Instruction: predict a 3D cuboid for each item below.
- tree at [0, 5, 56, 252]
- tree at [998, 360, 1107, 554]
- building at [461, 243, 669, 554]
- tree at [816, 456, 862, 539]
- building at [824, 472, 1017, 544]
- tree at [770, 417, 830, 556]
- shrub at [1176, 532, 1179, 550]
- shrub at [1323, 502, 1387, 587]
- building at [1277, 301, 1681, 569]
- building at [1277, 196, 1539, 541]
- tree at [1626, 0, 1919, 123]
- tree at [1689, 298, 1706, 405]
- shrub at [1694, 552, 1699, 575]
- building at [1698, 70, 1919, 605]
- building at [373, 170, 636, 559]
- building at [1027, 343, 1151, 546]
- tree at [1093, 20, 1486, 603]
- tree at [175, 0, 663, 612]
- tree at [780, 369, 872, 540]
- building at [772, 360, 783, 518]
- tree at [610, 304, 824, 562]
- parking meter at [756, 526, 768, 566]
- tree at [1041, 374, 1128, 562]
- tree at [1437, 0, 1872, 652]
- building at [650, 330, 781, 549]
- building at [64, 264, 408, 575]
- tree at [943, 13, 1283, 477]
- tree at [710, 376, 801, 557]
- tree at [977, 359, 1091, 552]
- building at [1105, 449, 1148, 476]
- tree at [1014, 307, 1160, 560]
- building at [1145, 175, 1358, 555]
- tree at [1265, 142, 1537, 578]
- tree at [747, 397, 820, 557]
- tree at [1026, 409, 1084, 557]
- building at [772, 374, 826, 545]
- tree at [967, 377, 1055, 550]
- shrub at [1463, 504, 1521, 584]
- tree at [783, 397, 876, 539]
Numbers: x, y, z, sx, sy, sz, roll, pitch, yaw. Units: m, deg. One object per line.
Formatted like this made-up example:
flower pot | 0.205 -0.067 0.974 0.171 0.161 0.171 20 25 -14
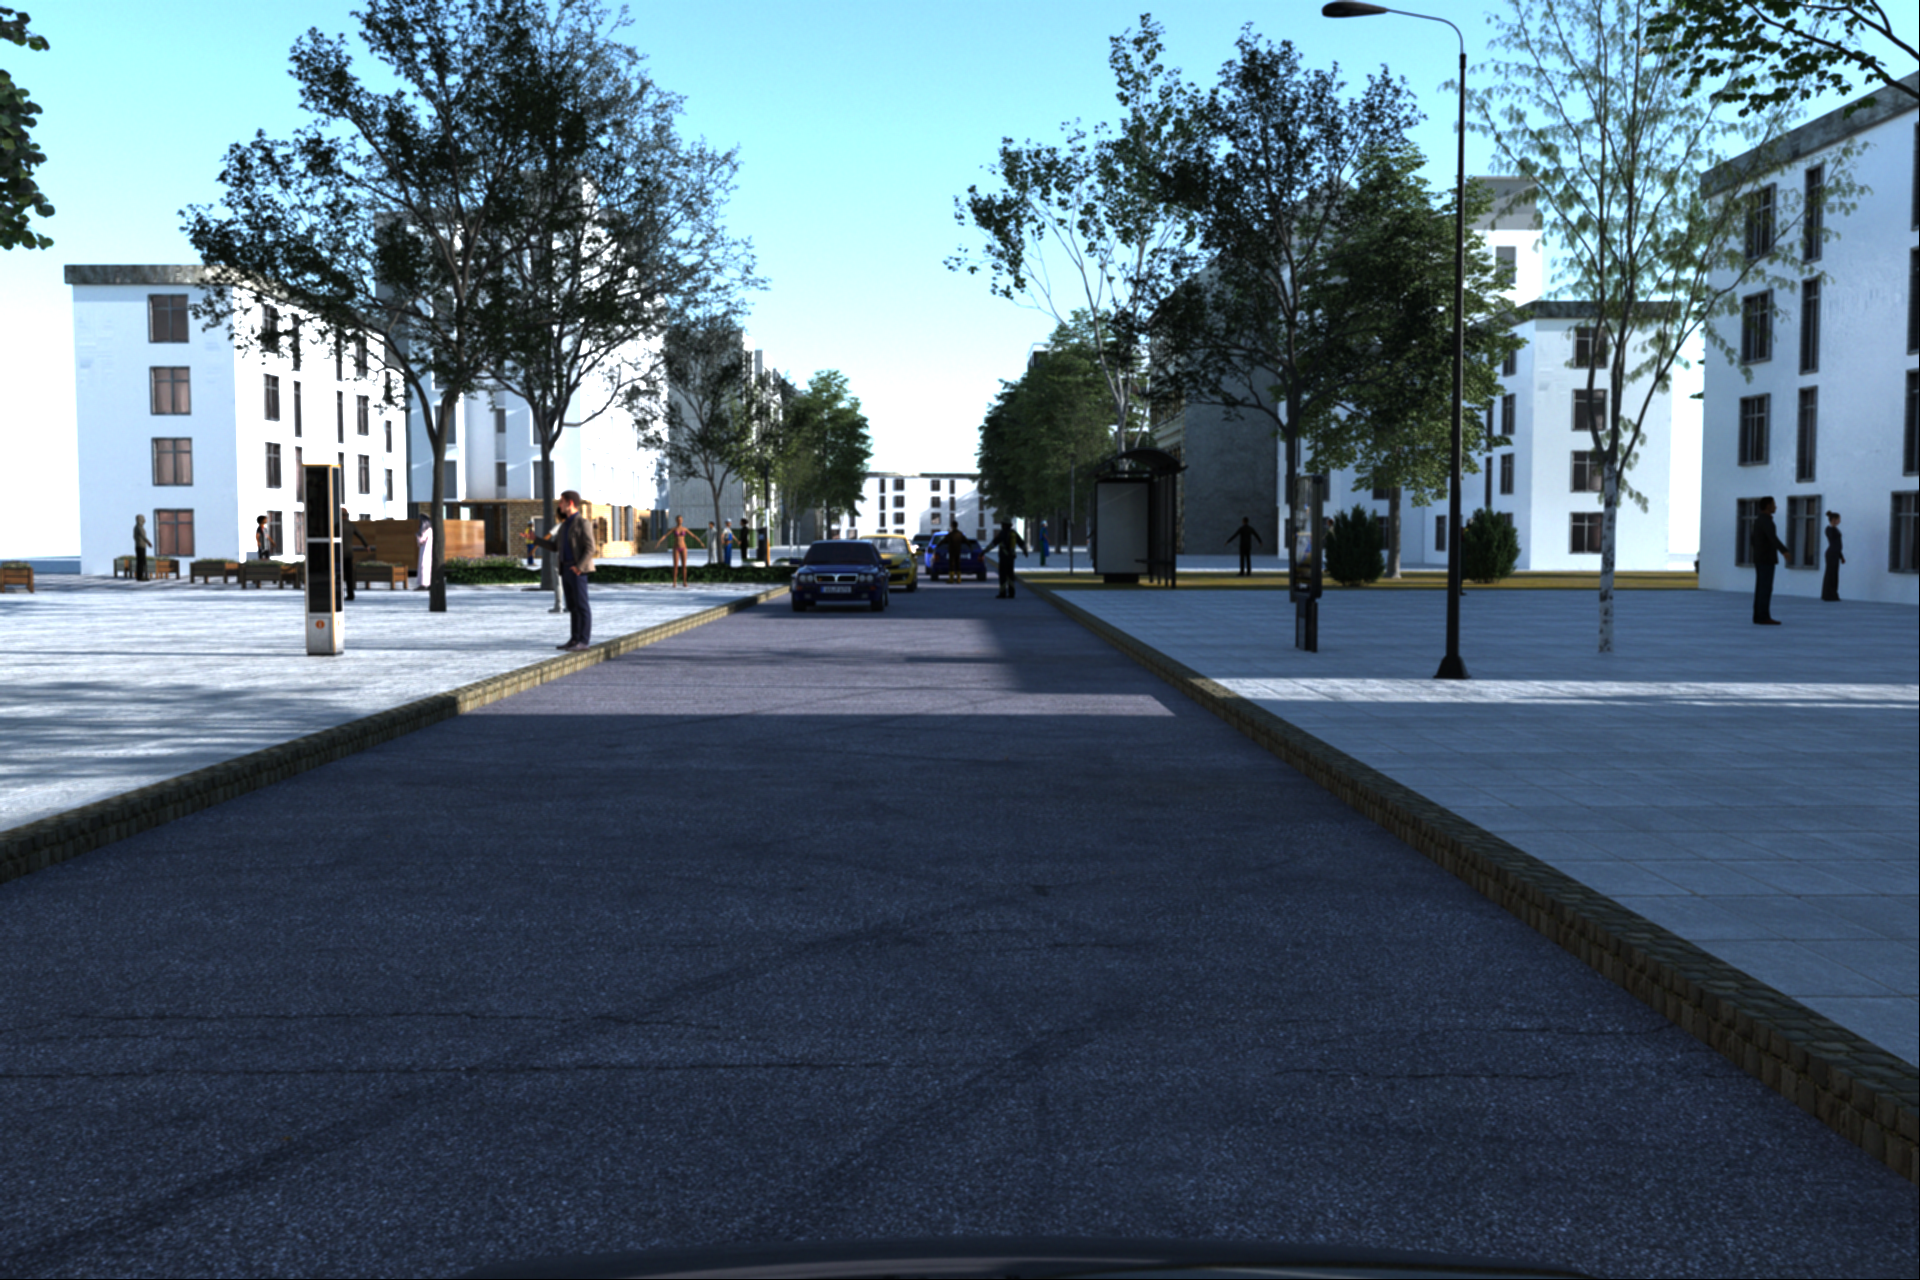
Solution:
tree | -8.607 -6.277 9.279 9.857 13.997 8.962 0 3 0
tree | 5.906 -11.830 111.539 7.486 12.596 7.792 0 3 0
building | -25.671 -15.558 110.786 16.016 20.090 11.380 0 4 -1
tree | -10.120 -11.931 145.430 4.737 8.622 4.395 0 3 0
building | -6.036 -17.702 234.031 28.070 9.664 9.099 -1 4 -9
tree | -9.606 -9.325 102.819 4.360 8.622 3.978 0 3 0
shrub | 6.217 -3.152 55.955 1.690 2.028 1.600 0 3 0
shrub | 9.702 -2.354 42.528 1.661 2.075 1.752 0 3 0
building | 21.215 -8.217 76.500 9.099 9.664 28.070 0 4 -1
building | 24.402 -15.123 103.675 16.016 20.090 11.380 0 3 0
tree | 6.879 -5.112 9.336 9.928 11.665 9.643 0 3 0
tree | 25.391 -8.160 51.544 7.486 12.596 7.792 0 3 0
shrub | 21.511 -2.353 49.585 1.383 1.207 1.383 0 3 0
building | 21.905 -5.164 26.572 9.099 9.664 28.070 0 4 -1
building | -24.325 -14.370 91.368 16.016 20.090 11.380 0 4 -1
building | 21.612 -21.873 201.597 27.936 21.610 32.646 0 4 -1
tree | 5.991 -5.983 32.231 7.601 10.594 8.767 0 4 -1
tree | -8.680 -5.723 27.982 8.767 10.594 7.601 0 4 3
tree | -9.388 -12.299 119.218 7.486 12.596 7.792 0 3 0
building | -25.414 -20.190 186.524 16.016 20.090 11.380 0 3 0
tree | -9.680 -8.273 69.677 8.767 10.594 7.601 -1 4 -14
parking meter | -6.385 -2.903 55.880 0.372 1.533 0.369 0 3 0
tree | 6.016 -7.885 79.289 4.360 8.622 3.978 0 3 0
tree | 6.793 -4.175 18.616 4.360 8.622 3.978 0 3 0
building | -27.214 -18.327 166.097 16.747 18.905 31.486 0 4 0
building | -26.975 -7.704 68.107 9.099 9.664 28.070 0 4 0
tree | 5.727 -12.844 65.892 12.611 20.169 13.585 0 3 0
tree | -9.477 -7.843 78.593 4.737 8.622 4.395 0 3 0
tree | 5.518 -13.297 124.057 9.857 13.997 8.962 0 3 0
building | 20.035 -13.890 169.256 9.099 9.664 28.070 0 4 -1
tree | 6.179 -10.340 87.189 7.486 12.596 7.792 0 3 0
building | 22.919 -17.405 115.504 19.493 23.208 18.063 0 4 0
tree | 12.757 -8.112 50.757 7.486 12.596 7.792 0 3 0
tree | -8.972 -8.704 92.679 4.360 8.622 3.978 0 3 0
tree | 6.416 -9.074 98.718 4.360 8.622 3.978 0 3 0
building | -26.385 -23.220 210.570 19.493 23.208 18.063 0 4 -1
tree | 5.172 -14.041 136.225 9.857 13.997 8.962 0 3 0
shrub | 13.644 -2.500 44.919 1.661 2.075 1.752 0 3 0
tree | -9.914 -12.491 129.982 9.928 11.665 9.643 0 3 0
